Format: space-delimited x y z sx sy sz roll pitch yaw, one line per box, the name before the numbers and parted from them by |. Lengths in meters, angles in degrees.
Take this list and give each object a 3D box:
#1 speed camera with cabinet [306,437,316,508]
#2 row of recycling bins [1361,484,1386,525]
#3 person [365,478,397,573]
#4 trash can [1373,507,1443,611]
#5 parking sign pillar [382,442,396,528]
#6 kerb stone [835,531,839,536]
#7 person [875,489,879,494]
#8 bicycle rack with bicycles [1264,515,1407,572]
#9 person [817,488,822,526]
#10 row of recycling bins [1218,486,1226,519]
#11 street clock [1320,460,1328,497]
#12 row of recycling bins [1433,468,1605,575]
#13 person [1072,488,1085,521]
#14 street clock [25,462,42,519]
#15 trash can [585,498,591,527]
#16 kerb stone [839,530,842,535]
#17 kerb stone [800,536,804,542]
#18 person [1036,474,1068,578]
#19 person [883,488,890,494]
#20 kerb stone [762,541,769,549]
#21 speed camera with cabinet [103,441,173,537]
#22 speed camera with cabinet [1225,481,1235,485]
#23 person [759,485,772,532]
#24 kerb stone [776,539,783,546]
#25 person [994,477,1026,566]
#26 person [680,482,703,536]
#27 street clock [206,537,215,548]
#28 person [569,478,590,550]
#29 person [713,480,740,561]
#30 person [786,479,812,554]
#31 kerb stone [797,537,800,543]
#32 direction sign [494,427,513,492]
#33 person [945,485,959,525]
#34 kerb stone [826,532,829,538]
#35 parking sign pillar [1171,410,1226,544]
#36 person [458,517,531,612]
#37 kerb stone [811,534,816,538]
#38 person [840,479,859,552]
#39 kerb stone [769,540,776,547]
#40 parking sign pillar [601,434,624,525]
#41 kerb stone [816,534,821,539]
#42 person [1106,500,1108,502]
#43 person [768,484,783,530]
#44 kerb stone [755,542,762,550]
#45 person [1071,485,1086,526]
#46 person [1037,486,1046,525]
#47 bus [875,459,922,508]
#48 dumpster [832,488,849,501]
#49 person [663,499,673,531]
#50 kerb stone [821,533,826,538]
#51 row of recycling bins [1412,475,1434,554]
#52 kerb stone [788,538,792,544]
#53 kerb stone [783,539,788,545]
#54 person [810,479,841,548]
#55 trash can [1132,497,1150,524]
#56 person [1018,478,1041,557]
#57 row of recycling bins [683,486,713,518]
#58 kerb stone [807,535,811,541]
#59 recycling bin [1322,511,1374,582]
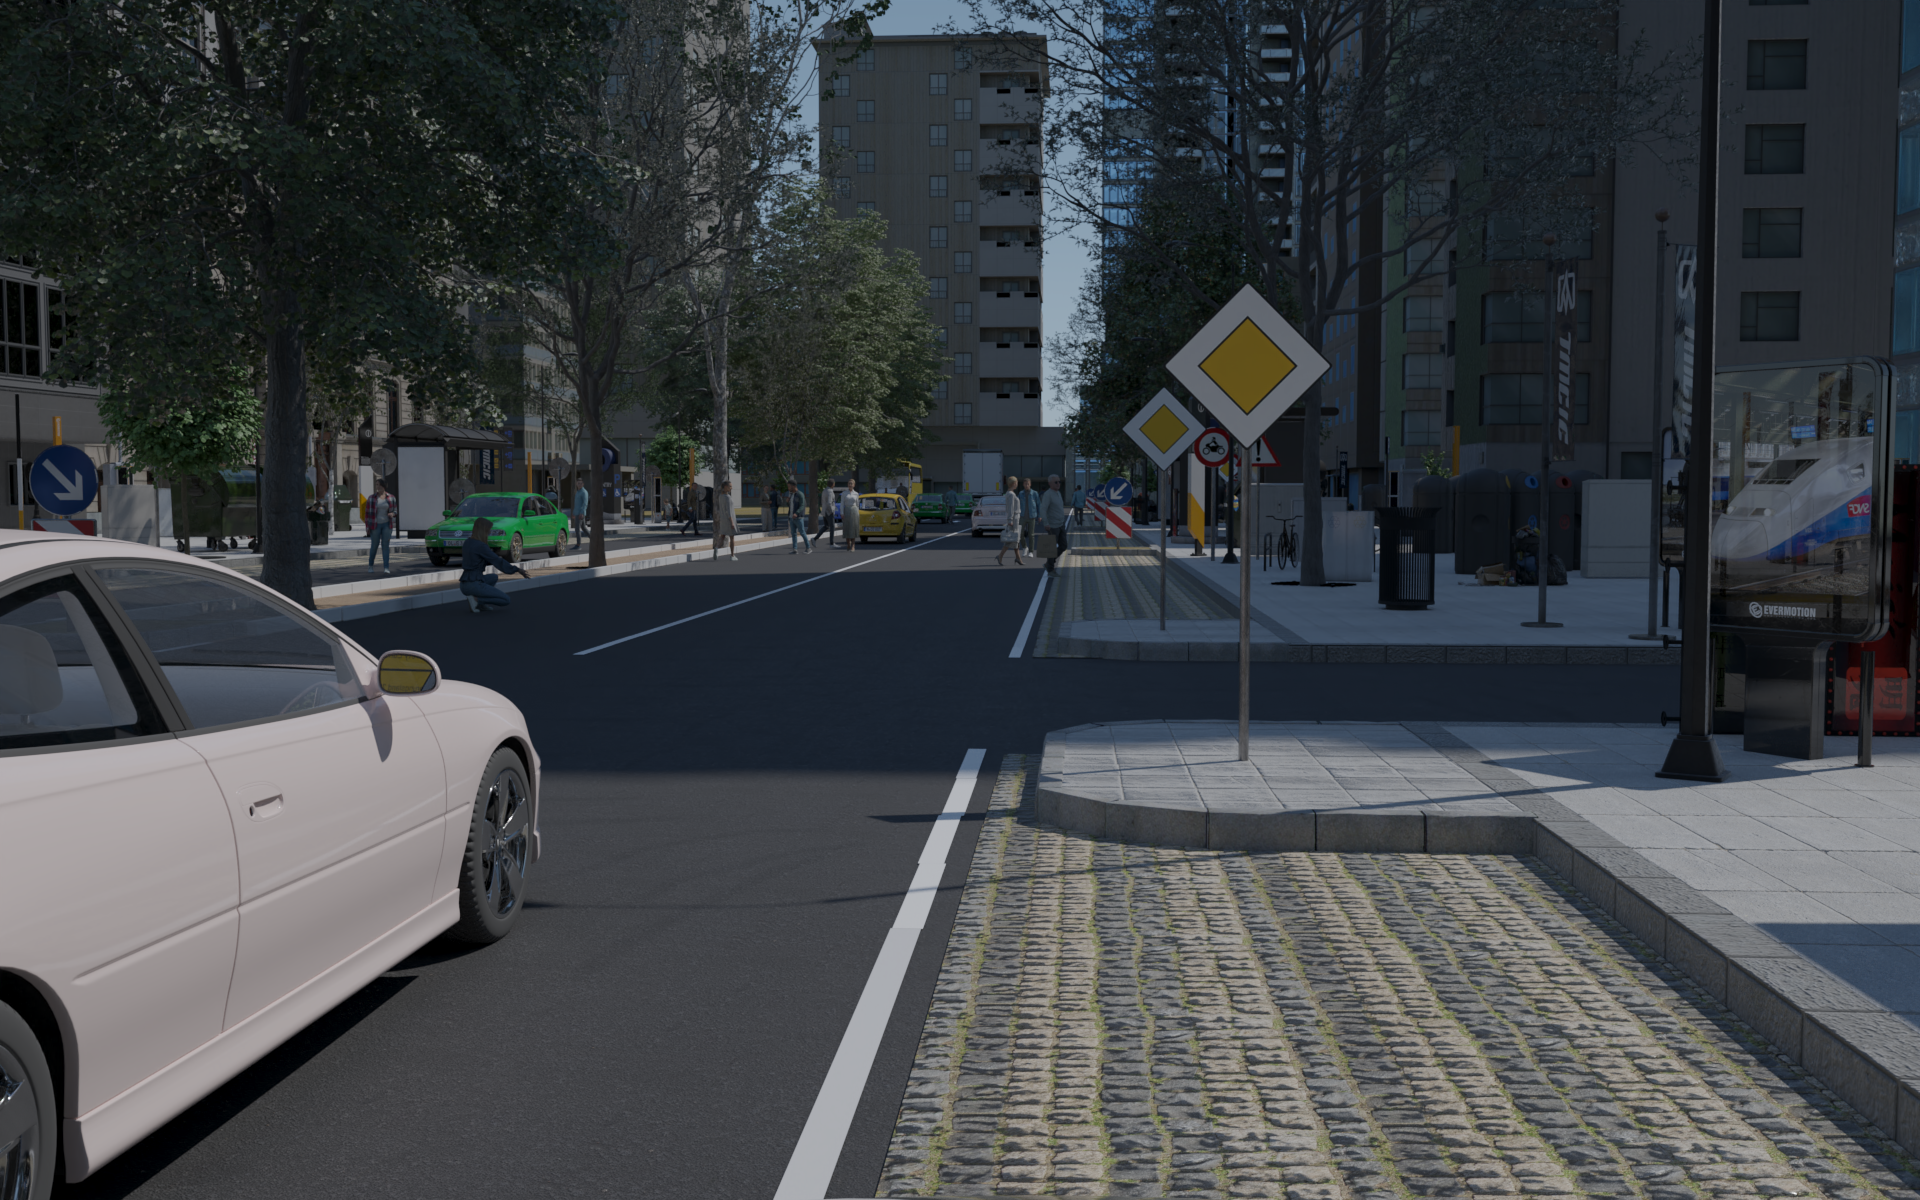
speed camera with cabinet | -22.856 -4.028 60.198 0.660 3.252 2.038 -2 4 -29
row of recycling bins | 17.510 -4.008 72.650 1.069 1.692 3.534 1 4 21
person | -10.498 -1.350 31.407 0.563 1.720 0.643 -2 4 -25
trash can | 4.974 -0.466 19.265 0.748 1.137 0.748 0 3 0
parking sign pillar | -21.192 -4.720 65.640 1.447 3.967 1.447 -1 4 -17
kerb stone | -4.341 -2.237 58.895 0.120 0.150 1.000 0 4 4
person | -4.669 -5.330 96.582 0.436 1.711 0.756 1 4 22
bicycle rack with bicycles | 6.299 -0.991 29.584 2.852 0.926 2.925 1 4 14
person | -6.381 -4.139 76.420 0.600 1.795 0.529 3 5 43
row of recycling bins | 12.882 -4.712 84.151 1.069 1.692 3.534 -3 5 -42
street clock | 7.542 -1.973 36.821 0.358 2.002 0.471 -2 4 -25
row of recycling bins | 9.419 -1.315 28.621 3.534 1.692 1.069 -3 4 -37
person | 6.402 -5.144 93.054 0.683 1.767 0.568 -2 4 -32
street clock | -20.726 -2.098 38.870 0.471 2.002 0.358 2 4 32
trash can | -14.239 -3.395 67.167 0.748 1.137 0.748 0 3 0
kerb stone | -4.257 -2.306 59.930 0.120 0.150 1.000 0 4 4
kerb stone | -4.823 -1.802 51.736 0.120 0.150 1.000 0 4 4
person | 1.538 -1.264 29.646 0.515 1.767 0.782 2 4 29
person | -4.639 -6.124 108.612 1.348 1.826 0.705 0 4 2
kerb stone | -5.236 -1.431 45.590 0.120 0.150 1.000 0 4 4
speed camera with cabinet | -24.148 -3.476 51.168 0.660 3.252 2.038 3 5 43
speed camera with cabinet | 14.882 -5.876 90.408 2.038 3.252 0.660 1 4 17
person | -6.812 -3.179 61.034 0.362 1.759 0.519 2 4 35
kerb stone | -5.094 -1.556 47.630 0.120 0.150 1.000 0 4 4
person | 1.008 -1.584 34.746 0.624 1.780 0.694 0 4 6
person | -9.236 -3.132 59.624 0.836 1.842 0.656 -2 4 -25
street clock | -17.799 -2.237 41.144 0.358 2.002 0.471 -3 5 -40
person | -9.660 -2.207 44.440 0.748 1.841 0.638 -1 4 -18
person | -5.011 -1.706 37.145 0.466 1.731 0.760 1 4 22
person | -3.904 -1.986 41.318 0.623 1.781 0.721 3 4 38
kerb stone | -4.889 -1.743 50.700 0.120 0.150 1.000 0 4 4
direction sign | -15.506 -4.074 58.603 0.379 3.537 0.876 3 5 42
person | -0.440 -4.478 81.581 0.638 1.841 0.748 2 4 33
kerb stone | -4.472 -2.115 56.843 0.120 0.150 1.000 0 4 4
parking sign pillar | 6.210 -3.457 44.988 1.447 3.967 1.447 -1 4 -23
person | -5.835 -0.445 21.282 0.738 1.151 1.012 -3 5 -40
kerb stone | -4.681 -1.932 53.775 0.120 0.150 1.000 0 4 4
person | -2.729 -2.096 42.991 0.478 1.798 0.641 0 4 -1
kerb stone | -5.169 -1.489 46.611 0.120 0.150 1.000 0 4 4
parking sign pillar | -14.971 -5.191 73.348 1.447 3.967 1.447 2 4 35
kerb stone | -4.615 -1.994 54.796 0.120 0.150 1.000 0 4 4
person | 14.482 -9.679 170.009 1.065 1.426 0.557 -3 5 -41
person | -7.486 -3.707 69.101 0.794 1.824 0.713 -1 4 -16
kerb stone | -5.315 -1.367 44.570 0.120 0.150 1.000 0 4 4
person | 4.987 -3.914 72.520 0.660 1.820 0.620 -2 4 -25
person | 3.802 -4.356 79.708 0.713 1.824 0.794 -2 4 -35
bus | -4.288 -7.876 120.318 2.896 3.916 12.252 0 4 3
dumpster | -7.676 -6.526 114.922 1.865 1.857 1.264 0 4 4
person | -11.286 -3.289 66.956 0.352 1.250 0.332 -1 4 -9
kerb stone | -4.548 -2.055 55.816 0.120 0.150 1.000 0 4 4
row of recycling bins | 11.350 -1.912 38.367 3.534 1.692 1.069 -3 4 -38
kerb stone | -4.963 -1.676 49.671 0.120 0.150 1.000 0 4 4
kerb stone | -5.033 -1.614 48.651 0.120 0.150 1.000 0 4 4
person | -3.582 -2.315 46.202 0.795 1.843 0.661 -1 4 -20
trash can | 7.637 -3.764 73.202 0.748 1.137 0.748 0 3 0
person | 1.542 -1.863 39.305 0.601 1.785 0.444 1 4 14
row of recycling bins | -13.711 -5.159 91.470 1.069 1.692 3.534 1 4 11
kerb stone | -4.754 -1.869 52.756 0.120 0.150 1.000 0 4 4
recycling bin | 5.748 -0.801 25.647 0.722 1.027 0.722 1 4 16
